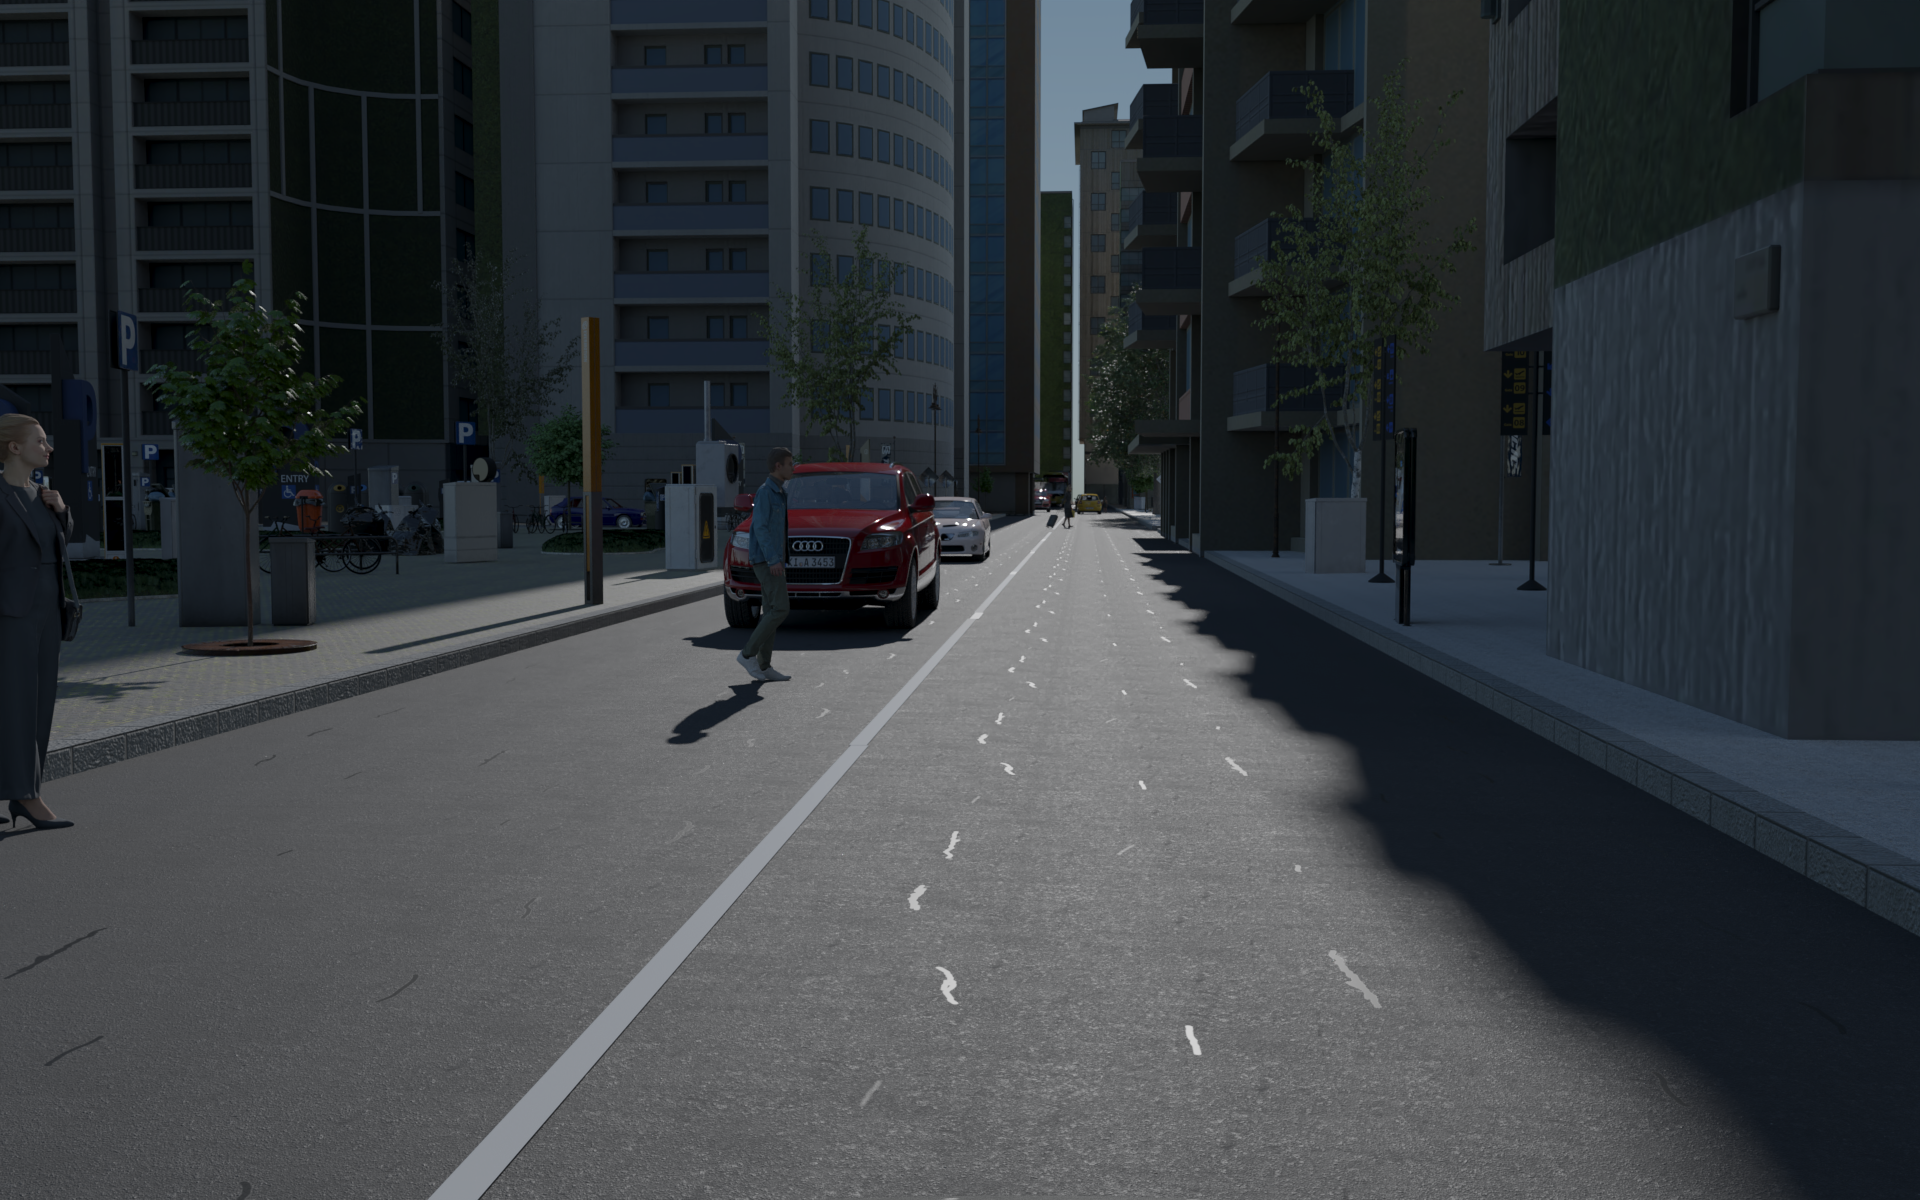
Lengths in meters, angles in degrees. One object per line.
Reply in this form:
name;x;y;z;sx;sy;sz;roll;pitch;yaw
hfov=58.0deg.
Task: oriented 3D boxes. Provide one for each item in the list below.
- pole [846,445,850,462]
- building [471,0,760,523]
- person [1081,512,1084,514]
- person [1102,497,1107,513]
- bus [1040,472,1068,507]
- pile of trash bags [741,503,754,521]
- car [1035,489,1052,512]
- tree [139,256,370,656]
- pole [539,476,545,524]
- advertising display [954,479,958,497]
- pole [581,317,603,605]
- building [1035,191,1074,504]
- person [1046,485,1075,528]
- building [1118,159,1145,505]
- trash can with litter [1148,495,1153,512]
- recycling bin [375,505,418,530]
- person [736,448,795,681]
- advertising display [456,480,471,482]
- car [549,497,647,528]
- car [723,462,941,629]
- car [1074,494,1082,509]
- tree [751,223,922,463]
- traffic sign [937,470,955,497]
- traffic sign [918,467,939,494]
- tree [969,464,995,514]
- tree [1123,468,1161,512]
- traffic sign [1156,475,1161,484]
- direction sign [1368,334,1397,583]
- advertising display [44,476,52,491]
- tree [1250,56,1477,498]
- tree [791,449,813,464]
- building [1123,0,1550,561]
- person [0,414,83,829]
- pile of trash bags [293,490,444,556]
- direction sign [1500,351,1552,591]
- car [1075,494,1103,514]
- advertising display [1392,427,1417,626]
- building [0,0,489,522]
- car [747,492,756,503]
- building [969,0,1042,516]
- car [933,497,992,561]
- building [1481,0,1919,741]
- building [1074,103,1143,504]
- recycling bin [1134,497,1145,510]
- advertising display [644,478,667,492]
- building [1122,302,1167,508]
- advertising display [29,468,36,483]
pole;-4.632;-4.791;72.173;0.158;3.312;0.155;0;3;0
building;-10.939;-33.503;89.773;21.231;58.520;28.212;0;4;4
person;9.001;-6.984;127.364;0.332;1.250;0.352;1;4;19
person;10.868;-7.145;129.996;0.362;1.253;0.373;0;4;5
bus;10.771;-12.468;195.402;2.896;3.916;12.252;0;4;5
pile of trash bags;-5.224;-2.593;52.156;1.912;1.369;3.447;-3;5;-40
car;6.224;-7.948;138.628;2.281;1.827;5.304;0;4;2
tree;-5.701;-1.197;14.178;1.663;3.219;1.824;0;3;0
pole;-17.728;-4.864;73.369;0.158;3.312;0.155;0;3;0
advertising display;-0.189;-4.378;76.800;0.123;1.923;0.974;0;4;3
pole;-4.267;-1.605;20.092;0.158;3.312;0.155;0;3;0
building;8.414;-33.797;236.171;14.086;41.232;14.154;0;4;4
person;4.319;-3.988;73.917;1.509;1.804;0.699;-2;4;-31
building;26.649;-32.428;213.793;14.154;41.232;14.086;0;4;4
trash can with litter;14.696;-7.125;127.544;2.233;1.210;1.678;1;4;14
recycling bin;-12.836;-1.648;39.497;0.722;1.027;0.722;3;5;44
person;-1.478;-0.269;13.237;0.444;1.785;0.601;1;4;9
advertising display;-23.067;-4.615;80.661;0.974;1.923;0.123;2;4;31
car;-14.431;-3.490;69.641;3.894;1.354;1.945;0;4;6
car;-1.373;-0.705;20.200;2.281;1.827;5.304;0;4;4
car;11.896;-9.554;165.990;2.009;1.686;4.222;0;4;4
tree;-3.231;-5.882;46.540;4.737;8.622;4.395;0;3;0
traffic sign;-0.585;-4.166;71.749;0.795;2.450;0.064;0;4;4
traffic sign;-1.159;-3.678;63.785;0.795;2.450;0.064;0;4;4
tree;1.643;-7.075;110.283;1.663;3.219;1.824;0;3;0
tree;15.041;-9.482;138.740;4.285;4.588;4.351;0;3;0
traffic sign;8.435;-4.125;71.081;0.795;2.450;0.064;0;4;4
direction sign;6.119;-2.020;25.029;0.379;3.537;0.876;0;4;-5
advertising display;-33.153;-3.518;62.740;0.974;1.923;0.123;3;4;38
tree;6.904;-4.878;30.110;4.737;8.622;4.395;0;3;0
tree;-6.794;-4.823;73.456;1.663;3.219;1.824;0;3;0
building;15.629;-23.903;45.441;22.147;44.769;28.867;0;4;4
person;-4.079;0.093;7.406;0.534;1.772;0.576;-1;4;-12
pile of trash bags;-12.690;-1.671;37.081;3.447;1.369;1.912;1;4;13
direction sign;7.639;-1.898;23.035;0.876;3.537;0.379;1;4;17
car;9.266;-6.977;124.296;2.015;1.641;3.980;0;4;3
advertising display;4.405;-0.732;17.185;0.123;1.923;0.974;1;4;8
building;-34.419;-39.439;83.076;20.611;71.187;20.563;0;4;4
car;-6.816;-3.564;67.312;4.494;1.783;2.155;0;4;3
building;-1.564;-28.662;118.729;14.600;45.320;14.200;0;4;4
car;-0.303;-1.598;38.484;2.083;1.381;4.827;0;4;3
building;11.815;-14.846;14.440;14.160;30.474;14.107;0;4;4
building;29.654;-39.882;241.305;27.495;52.752;28.713;0;4;4
recycling bin;14.879;-8.002;143.387;0.722;1.027;0.722;2;4;33
advertising display;-12.611;-4.074;71.830;0.974;1.923;0.123;-3;4;-37
building;30.025;-19.762;168.144;27.650;21.520;28.899;0;4;4
advertising display;-17.009;-1.606;31.480;0.123;1.923;0.974;-1;4;-10
